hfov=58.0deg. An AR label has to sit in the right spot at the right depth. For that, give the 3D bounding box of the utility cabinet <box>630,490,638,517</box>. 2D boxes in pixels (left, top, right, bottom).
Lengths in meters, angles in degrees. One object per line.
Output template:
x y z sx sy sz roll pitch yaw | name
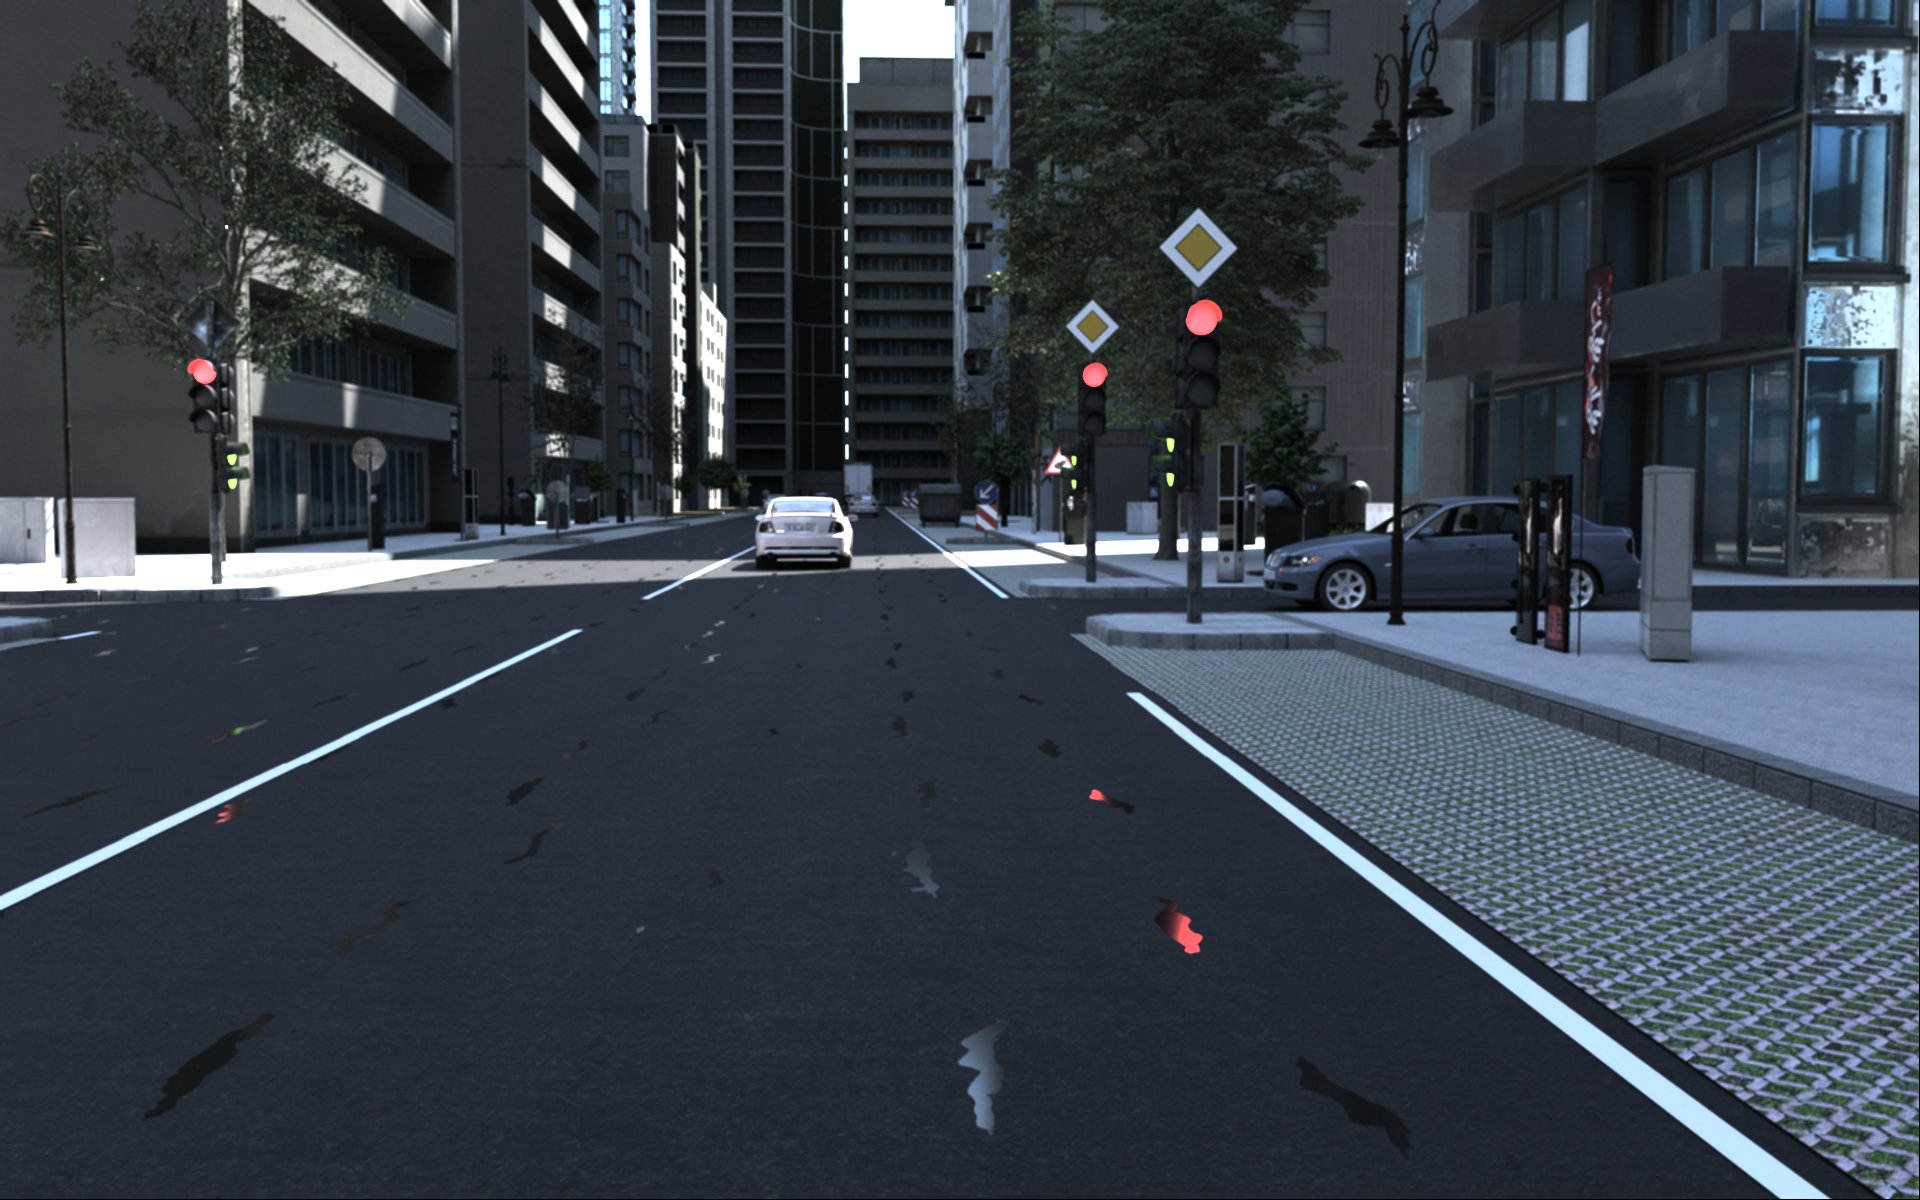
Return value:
-17.853 -5.269 94.823 0.318 1.500 1.173 -1 4 -16 | utility cabinet

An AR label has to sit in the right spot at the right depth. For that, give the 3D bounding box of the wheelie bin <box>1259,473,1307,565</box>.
4.823 -1.099 25.873 0.693 1.594 0.980 1 4 13 | wheelie bin

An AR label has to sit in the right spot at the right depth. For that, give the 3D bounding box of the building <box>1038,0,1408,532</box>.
9.782 -23.309 64.697 14.154 41.232 14.086 0 4 -3 | building

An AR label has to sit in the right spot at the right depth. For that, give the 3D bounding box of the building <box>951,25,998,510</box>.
11.223 -50.009 130.321 22.319 86.520 31.000 0 4 -3 | building

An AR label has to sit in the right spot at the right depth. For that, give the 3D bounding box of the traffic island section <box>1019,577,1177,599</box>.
1.927 -0.179 25.210 2.009 0.180 2.903 0 4 -3 | traffic island section

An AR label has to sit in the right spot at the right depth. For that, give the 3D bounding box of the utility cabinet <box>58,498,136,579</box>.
-13.202 -0.939 26.507 1.020 1.237 0.306 -3 5 -44 | utility cabinet

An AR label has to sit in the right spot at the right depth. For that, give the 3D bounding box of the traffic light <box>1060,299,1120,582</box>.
1.886 -2.212 25.094 0.839 4.253 0.868 0 4 -3 | traffic light

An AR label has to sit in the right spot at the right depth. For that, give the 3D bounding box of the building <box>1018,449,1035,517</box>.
14.155 -39.823 89.353 20.563 71.187 20.611 0 4 -3 | building

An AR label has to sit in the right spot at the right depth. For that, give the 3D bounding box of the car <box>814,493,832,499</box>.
-12.824 -9.220 160.333 1.945 1.707 3.694 0 4 -1 | car

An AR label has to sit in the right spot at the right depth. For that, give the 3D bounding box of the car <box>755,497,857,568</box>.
-3.111 -1.380 34.919 2.083 1.381 4.827 0 4 -3 | car

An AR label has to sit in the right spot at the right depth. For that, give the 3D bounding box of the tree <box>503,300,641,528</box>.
-15.071 -7.061 65.812 4.360 8.622 3.978 0 3 0 | tree

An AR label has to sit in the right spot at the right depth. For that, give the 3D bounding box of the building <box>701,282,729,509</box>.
-36.914 -19.186 158.733 28.899 21.520 27.650 0 4 -3 | building

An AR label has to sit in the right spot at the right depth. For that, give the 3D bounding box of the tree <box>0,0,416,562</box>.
-14.056 -5.969 32.004 8.767 10.594 7.601 1 4 11 | tree

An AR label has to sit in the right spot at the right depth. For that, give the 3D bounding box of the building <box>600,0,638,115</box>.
-49.013 -53.809 192.441 31.000 86.520 22.319 0 4 -3 | building

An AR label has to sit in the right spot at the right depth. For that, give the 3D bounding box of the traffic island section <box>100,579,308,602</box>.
-10.547 -0.139 24.550 2.009 0.180 2.903 0 4 -3 | traffic island section

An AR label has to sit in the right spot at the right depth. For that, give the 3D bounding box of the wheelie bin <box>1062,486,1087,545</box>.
2.922 -2.194 43.781 0.693 1.594 0.980 0 4 3 | wheelie bin

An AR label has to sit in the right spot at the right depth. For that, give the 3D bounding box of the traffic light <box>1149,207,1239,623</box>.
2.313 -1.725 17.120 0.839 4.253 0.868 0 4 -3 | traffic light

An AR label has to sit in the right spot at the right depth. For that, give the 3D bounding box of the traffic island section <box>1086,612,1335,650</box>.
2.353 0.309 17.236 2.009 0.180 2.903 0 4 -3 | traffic island section

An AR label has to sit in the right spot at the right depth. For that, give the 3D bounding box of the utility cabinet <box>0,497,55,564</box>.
-17.307 -1.275 32.009 1.020 1.237 0.306 0 4 6 | utility cabinet

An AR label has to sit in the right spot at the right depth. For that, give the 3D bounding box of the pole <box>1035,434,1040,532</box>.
2.637 -3.996 59.177 0.158 3.312 0.155 0 3 0 | pole

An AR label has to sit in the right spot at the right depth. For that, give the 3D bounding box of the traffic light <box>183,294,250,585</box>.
-10.507 -2.171 24.417 0.839 4.253 0.868 0 4 -3 | traffic light

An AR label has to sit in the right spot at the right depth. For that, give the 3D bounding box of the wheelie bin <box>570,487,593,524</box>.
-16.007 -3.997 73.267 0.980 1.594 0.693 -1 4 -10 | wheelie bin

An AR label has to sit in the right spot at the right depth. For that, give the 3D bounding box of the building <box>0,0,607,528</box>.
-29.260 -27.999 81.484 21.300 48.544 21.600 0 4 -3 | building

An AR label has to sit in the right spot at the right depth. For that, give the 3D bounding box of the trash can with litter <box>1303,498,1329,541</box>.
7.346 -1.392 33.813 2.233 1.210 1.678 0 4 2 | trash can with litter

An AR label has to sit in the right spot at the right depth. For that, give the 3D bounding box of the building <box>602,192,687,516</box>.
-33.339 -16.394 113.082 27.650 21.520 28.899 0 4 -3 | building

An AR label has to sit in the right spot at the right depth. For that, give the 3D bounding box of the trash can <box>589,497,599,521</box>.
-17.549 -4.327 82.398 0.748 1.137 0.748 0 3 0 | trash can

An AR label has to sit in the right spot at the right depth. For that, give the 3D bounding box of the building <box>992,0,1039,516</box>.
9.437 -28.044 108.631 14.600 45.320 14.200 0 4 -3 | building

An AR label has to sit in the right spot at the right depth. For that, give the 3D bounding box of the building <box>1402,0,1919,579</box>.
24.843 -25.403 34.951 30.456 49.044 23.786 0 4 -3 | building

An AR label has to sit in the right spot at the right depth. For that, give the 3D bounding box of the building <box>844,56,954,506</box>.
-2.188 -35.031 196.463 21.600 48.544 21.300 0 4 -3 | building

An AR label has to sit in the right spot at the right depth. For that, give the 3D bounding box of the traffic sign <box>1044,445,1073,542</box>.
2.665 -2.804 45.845 0.884 2.594 0.081 0 4 1 | traffic sign

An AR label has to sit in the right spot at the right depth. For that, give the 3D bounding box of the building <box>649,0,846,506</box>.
-23.207 -46.198 193.587 20.611 71.187 20.563 0 4 -3 | building

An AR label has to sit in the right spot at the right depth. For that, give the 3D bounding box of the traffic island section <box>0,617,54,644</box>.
-10.121 0.349 16.576 2.009 0.180 2.903 0 4 -3 | traffic island section

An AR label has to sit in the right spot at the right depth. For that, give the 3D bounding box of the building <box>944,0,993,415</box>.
13.438 -34.952 160.704 28.713 52.752 27.495 0 4 -3 | building

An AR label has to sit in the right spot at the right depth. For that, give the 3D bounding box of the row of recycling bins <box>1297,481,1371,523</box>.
11.786 -2.963 55.564 1.069 1.692 3.534 -2 4 -32 | row of recycling bins

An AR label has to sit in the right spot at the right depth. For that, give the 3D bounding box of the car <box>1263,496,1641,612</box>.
6.010 -0.573 21.377 4.499 1.417 2.014 0 4 -3 | car

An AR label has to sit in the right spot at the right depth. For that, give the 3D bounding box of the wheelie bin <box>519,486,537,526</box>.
-17.352 -3.769 69.534 0.693 1.594 0.980 -1 4 -12 | wheelie bin

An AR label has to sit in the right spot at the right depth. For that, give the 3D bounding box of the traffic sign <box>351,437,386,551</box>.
-13.221 -2.363 38.745 0.768 2.556 0.104 0 4 -1 | traffic sign

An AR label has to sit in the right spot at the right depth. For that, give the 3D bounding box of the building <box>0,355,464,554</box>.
-26.588 -25.799 45.511 21.300 48.544 21.600 0 4 -3 | building

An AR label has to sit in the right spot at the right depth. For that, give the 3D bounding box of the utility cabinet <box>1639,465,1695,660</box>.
5.598 -0.307 13.702 0.318 1.500 1.173 1 4 18 | utility cabinet

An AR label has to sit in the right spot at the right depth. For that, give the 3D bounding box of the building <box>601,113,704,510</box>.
-27.813 -22.221 135.007 14.160 30.474 14.107 0 4 -3 | building

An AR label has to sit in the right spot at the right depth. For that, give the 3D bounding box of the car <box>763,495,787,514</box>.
-13.619 -7.125 128.856 2.083 1.381 4.827 0 4 -4 | car

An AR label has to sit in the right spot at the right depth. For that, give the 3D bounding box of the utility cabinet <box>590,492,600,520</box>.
-18.258 -4.695 85.441 0.318 1.500 1.173 2 4 25 | utility cabinet

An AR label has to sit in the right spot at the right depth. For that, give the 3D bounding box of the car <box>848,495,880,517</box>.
-6.044 -5.899 108.816 2.083 1.381 4.827 0 4 -2 | car
